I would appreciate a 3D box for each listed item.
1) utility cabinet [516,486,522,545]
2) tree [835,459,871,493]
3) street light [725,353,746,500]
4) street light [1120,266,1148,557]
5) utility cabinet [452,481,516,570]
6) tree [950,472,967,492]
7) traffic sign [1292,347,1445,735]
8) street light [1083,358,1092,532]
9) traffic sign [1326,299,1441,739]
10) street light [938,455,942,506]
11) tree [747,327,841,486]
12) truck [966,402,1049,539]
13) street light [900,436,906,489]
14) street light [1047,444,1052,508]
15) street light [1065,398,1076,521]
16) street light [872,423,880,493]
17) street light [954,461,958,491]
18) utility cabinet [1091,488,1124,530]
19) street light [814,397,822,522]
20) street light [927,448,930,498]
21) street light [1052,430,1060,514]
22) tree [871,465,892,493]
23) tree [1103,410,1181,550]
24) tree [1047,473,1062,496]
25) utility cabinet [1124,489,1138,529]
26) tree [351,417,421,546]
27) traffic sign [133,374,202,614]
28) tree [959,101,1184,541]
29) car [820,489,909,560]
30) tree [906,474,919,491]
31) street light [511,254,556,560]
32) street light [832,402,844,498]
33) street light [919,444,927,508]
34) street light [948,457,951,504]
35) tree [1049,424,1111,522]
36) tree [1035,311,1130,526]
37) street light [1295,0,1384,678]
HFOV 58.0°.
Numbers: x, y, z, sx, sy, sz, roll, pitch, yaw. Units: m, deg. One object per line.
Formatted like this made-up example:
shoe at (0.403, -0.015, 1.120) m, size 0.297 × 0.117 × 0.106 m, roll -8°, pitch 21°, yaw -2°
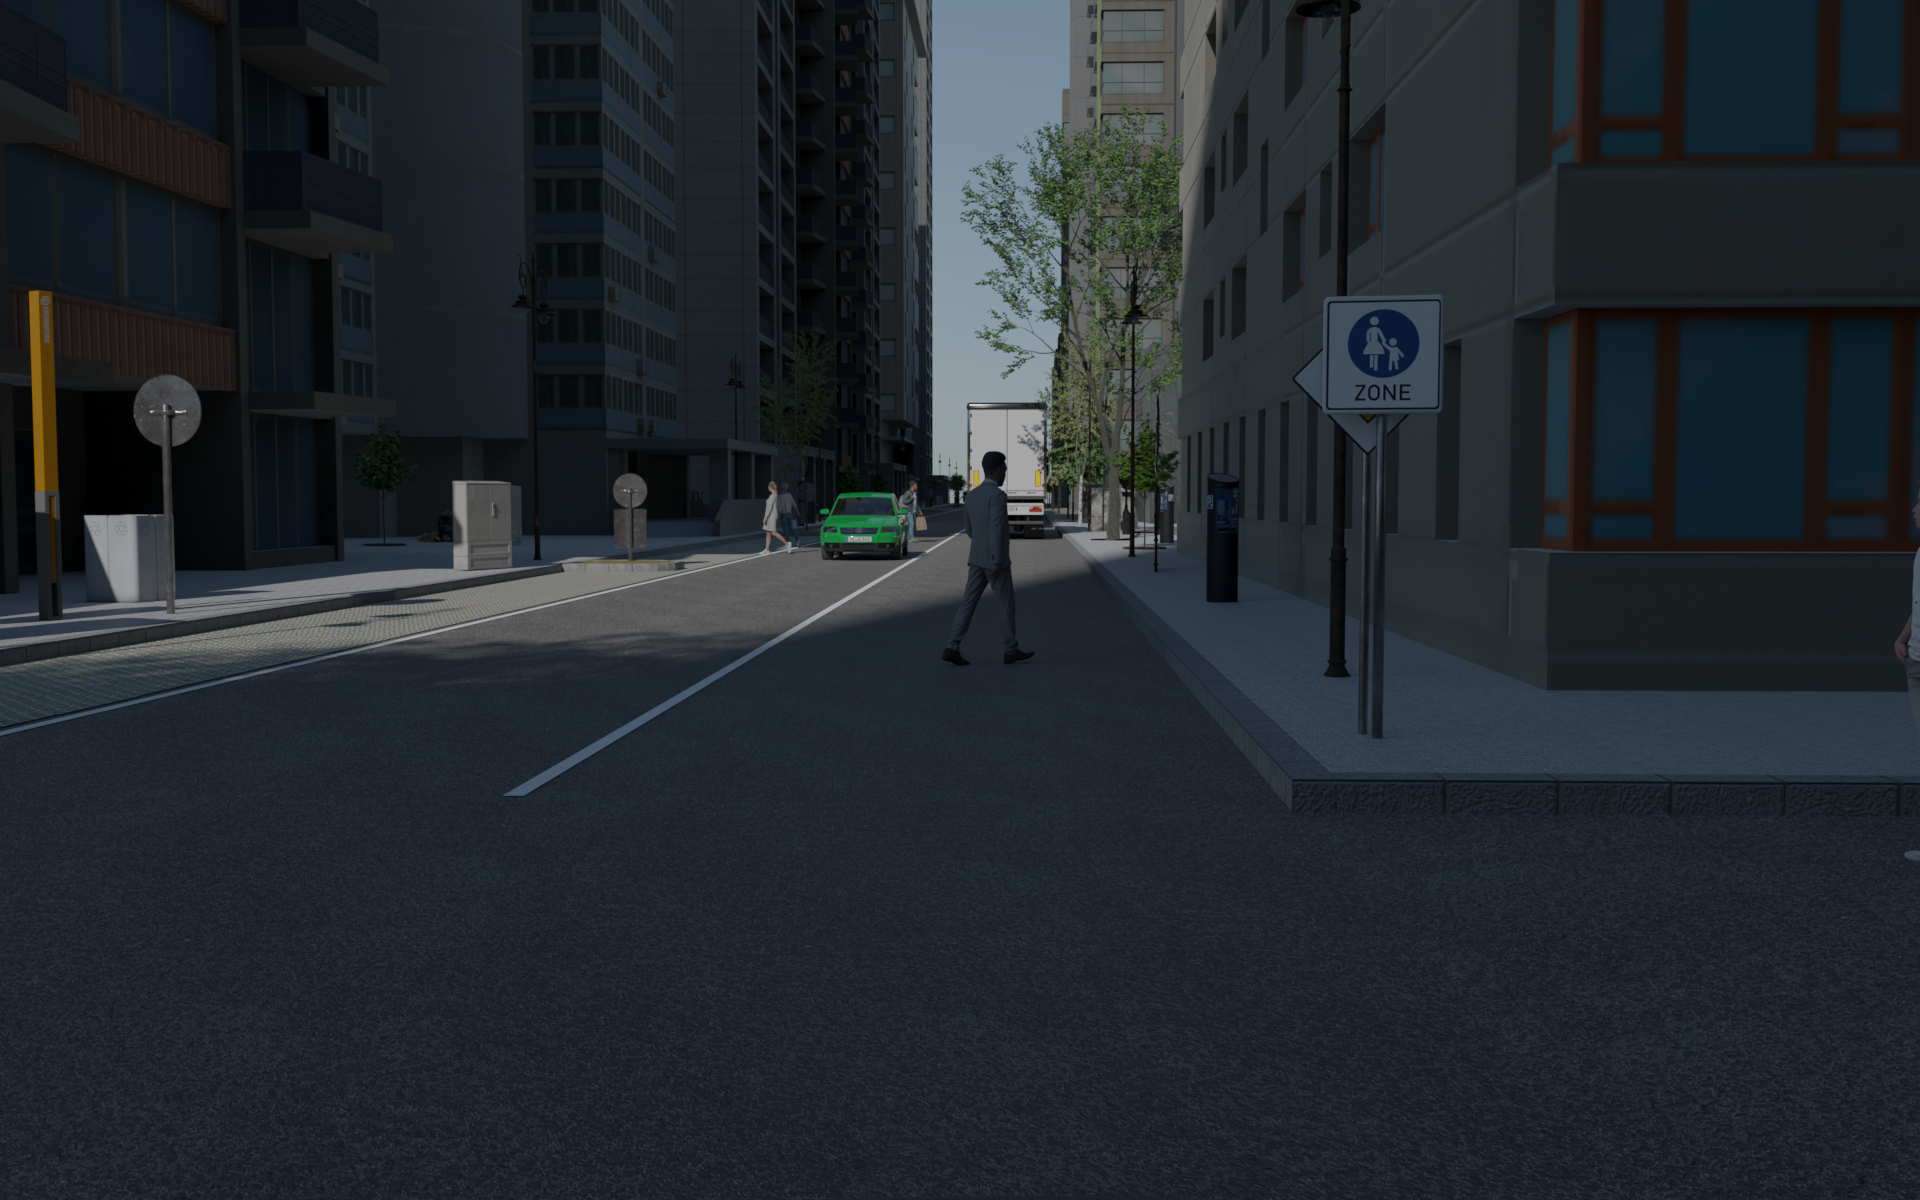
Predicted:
utility cabinet at (-11.300, -2.087, 42.802) m, size 0.318 × 1.500 × 1.173 m, roll 1°, pitch 4°, yaw 21°
tree at (-6.127, -6.152, 95.187) m, size 1.663 × 3.219 × 1.824 m, roll 0°, pitch 3°, yaw 0°
street light at (-7.357, -5.149, 56.966) m, size 0.468 × 5.910 × 1.993 m, roll 0°, pitch 4°, yaw 2°
street light at (3.515, -3.817, 35.201) m, size 0.468 × 5.910 × 1.993 m, roll 0°, pitch 4°, yaw 2°
utility cabinet at (-8.080, -1.265, 29.355) m, size 0.318 × 1.500 × 1.173 m, roll 1°, pitch 4°, yaw 23°
tree at (-0.436, -15.968, 244.792) m, size 4.285 × 4.588 × 4.351 m, roll 0°, pitch 3°, yaw 0°
traffic sign at (2.150, -0.340, 9.195) m, size 0.795 × 2.450 × 0.064 m, roll 0°, pitch 4°, yaw 2°
street light at (4.394, -5.254, 58.693) m, size 0.468 × 5.910 × 1.993 m, roll 0°, pitch 4°, yaw 2°
traffic sign at (2.192, -0.422, 9.033) m, size 0.606 × 2.300 × 0.079 m, roll 1°, pitch 4°, yaw 10°
street light at (-2.237, -13.509, 193.654) m, size 0.468 × 5.910 × 1.993 m, roll 0°, pitch 4°, yaw 2°
tree at (-7.000, -7.655, 75.518) m, size 4.737 × 8.622 × 4.395 m, roll 0°, pitch 3°, yaw 0°
truck at (1.649, -4.258, 58.539) m, size 2.839 × 4.237 × 11.283 m, roll 0°, pitch 4°, yaw 2°
street light at (-4.418, -9.859, 133.982) m, size 0.468 × 5.910 × 1.993 m, roll 0°, pitch 4°, yaw 2°
street light at (7.347, -10.026, 136.715) m, size 0.468 × 5.910 × 1.993 m, roll 0°, pitch 4°, yaw 2°
street light at (5.416, -6.735, 82.906) m, size 0.468 × 5.910 × 1.993 m, roll 0°, pitch 4°, yaw 2°
street light at (-5.308, -8.441, 110.799) m, size 0.468 × 5.910 × 1.993 m, roll 0°, pitch 4°, yaw 2°
street light at (-0.500, -16.356, 240.213) m, size 0.468 × 5.910 × 1.993 m, roll 0°, pitch 4°, yaw 2°
utility cabinet at (5.189, -3.226, 61.417) m, size 0.318 × 1.500 × 1.173 m, roll -3°, pitch 5°, yaw -41°
street light at (-6.496, -6.567, 80.151) m, size 0.468 × 5.910 × 1.993 m, roll 0°, pitch 4°, yaw 2°
street light at (-3.107, -12.034, 169.543) m, size 0.468 × 5.910 × 1.993 m, roll 0°, pitch 4°, yaw 2°
street light at (6.486, -8.608, 113.531) m, size 0.468 × 5.910 × 1.993 m, roll 0°, pitch 4°, yaw 2°
tree at (-5.234, -7.275, 113.540) m, size 1.663 × 3.219 × 1.824 m, roll 0°, pitch 3°, yaw 0°
tree at (4.421, -2.792, 40.253) m, size 1.663 × 3.219 × 1.824 m, roll 0°, pitch 3°, yaw 0°
tree at (8.293, -9.828, 155.288) m, size 1.663 × 3.219 × 1.824 m, roll 0°, pitch 3°, yaw 0°
utility cabinet at (5.936, -3.364, 63.688) m, size 1.173 × 1.500 × 0.318 m, roll 2°, pitch 4°, yaw 27°
tree at (-14.208, -2.963, 43.039) m, size 1.663 × 3.219 × 1.824 m, roll 0°, pitch 3°, yaw 0°
traffic sign at (-8.451, -1.123, 18.471) m, size 0.768 × 2.556 × 0.104 m, roll 0°, pitch 4°, yaw 6°
tree at (4.103, -7.445, 47.478) m, size 9.928 × 11.665 × 9.643 m, roll 0°, pitch 3°, yaw 0°
car at (-2.115, -1.849, 39.035) m, size 1.959 × 1.807 × 4.718 m, roll 0°, pitch 4°, yaw 1°
tree at (-4.513, -10.164, 160.781) m, size 1.663 × 3.219 × 1.824 m, roll 0°, pitch 3°, yaw 0°
street light at (-8.211, -3.713, 33.495) m, size 0.468 × 5.910 × 1.993 m, roll 0°, pitch 4°, yaw 2°
street light at (-6.162, -7.004, 87.299) m, size 0.468 × 5.910 × 1.993 m, roll 0°, pitch 4°, yaw 2°
street light at (-3.555, -11.294, 157.446) m, size 0.468 × 5.910 × 1.993 m, roll 0°, pitch 4°, yaw 2°
street light at (-1.315, -14.927, 216.836) m, size 0.468 × 5.910 × 1.993 m, roll 0°, pitch 4°, yaw 2°
tree at (5.563, -5.861, 79.536) m, size 4.285 × 4.588 × 4.351 m, roll 0°, pitch 3°, yaw 0°
tree at (4.909, -7.346, 70.463) m, size 4.737 × 8.622 × 4.395 m, roll 0°, pitch 3°, yaw 0°
street light at (2.654, -2.399, 12.016) m, size 0.468 × 5.910 × 1.993 m, roll 0°, pitch 4°, yaw 2°
